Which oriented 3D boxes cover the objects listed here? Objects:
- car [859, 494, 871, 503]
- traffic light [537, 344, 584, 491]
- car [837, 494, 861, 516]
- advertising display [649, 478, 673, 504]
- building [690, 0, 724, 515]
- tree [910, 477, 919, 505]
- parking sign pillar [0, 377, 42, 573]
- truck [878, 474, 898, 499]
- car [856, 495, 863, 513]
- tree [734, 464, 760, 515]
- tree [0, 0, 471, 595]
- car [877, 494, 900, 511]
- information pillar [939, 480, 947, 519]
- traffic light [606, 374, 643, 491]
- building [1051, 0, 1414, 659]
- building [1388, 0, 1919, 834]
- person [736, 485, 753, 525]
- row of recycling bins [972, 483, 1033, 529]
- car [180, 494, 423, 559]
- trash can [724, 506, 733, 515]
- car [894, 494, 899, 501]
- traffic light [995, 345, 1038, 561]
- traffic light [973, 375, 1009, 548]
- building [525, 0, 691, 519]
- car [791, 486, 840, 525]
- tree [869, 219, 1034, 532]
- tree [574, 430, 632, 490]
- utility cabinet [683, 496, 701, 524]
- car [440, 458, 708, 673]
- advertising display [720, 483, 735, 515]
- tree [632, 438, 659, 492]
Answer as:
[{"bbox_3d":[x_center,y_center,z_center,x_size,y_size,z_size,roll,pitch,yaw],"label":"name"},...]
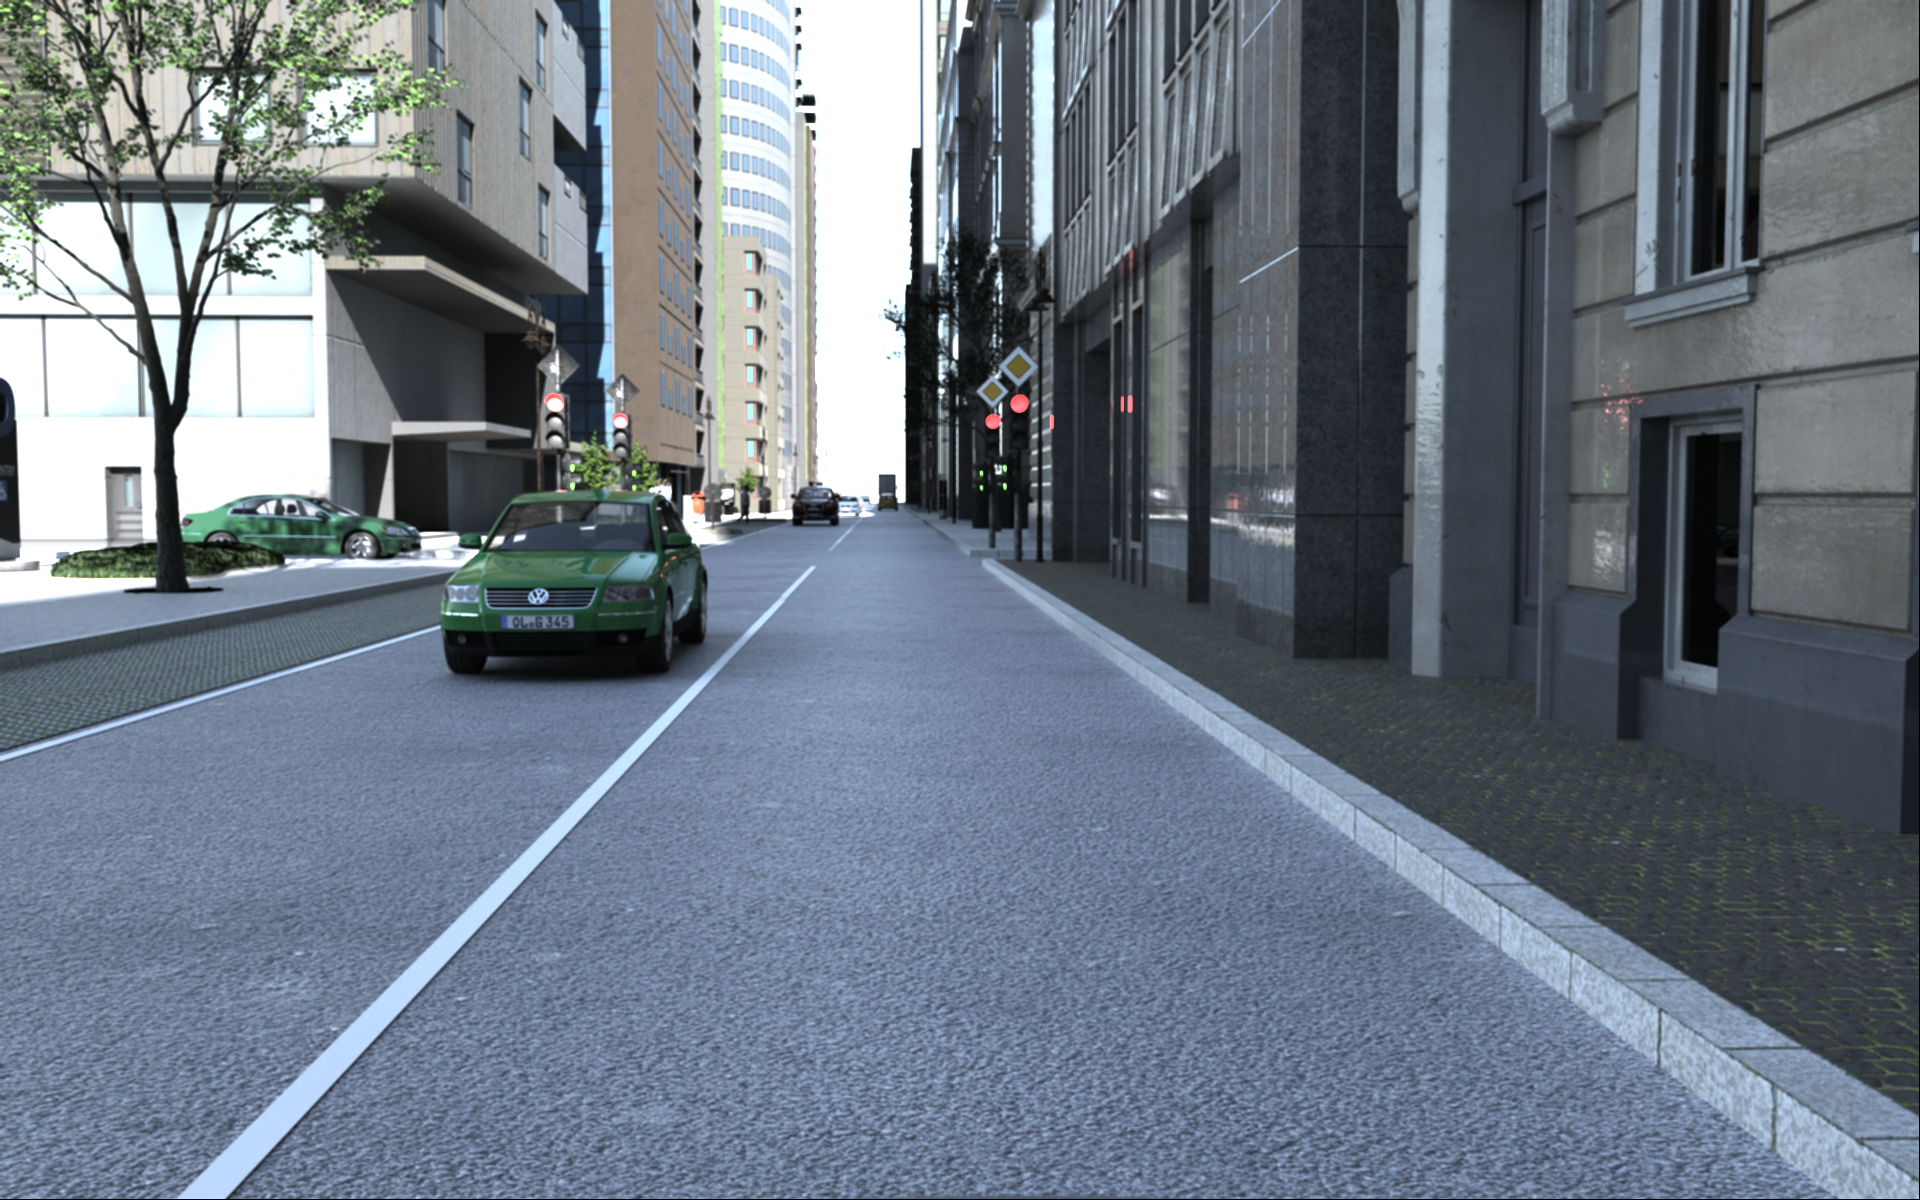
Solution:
[{"bbox_3d":[-14.918,-15.827,271.138,2.083,1.381,4.827,0,4,-3],"label":"car"},{"bbox_3d":[-7.514,-2.667,32.522,0.839,4.253,0.868,0,4,-2],"label":"traffic light"},{"bbox_3d":[-7.497,-6.251,114.211,2.014,1.417,4.499,0,4,-2],"label":"car"},{"bbox_3d":[-11.730,-3.835,67.923,0.974,1.923,0.123,1,4,13],"label":"advertising display"},{"bbox_3d":[-21.780,-25.661,103.146,14.154,41.232,14.086,0,4,-2],"label":"building"},{"bbox_3d":[-5.025,-12.576,200.214,1.663,3.219,1.824,0,3,0],"label":"tree"},{"bbox_3d":[-16.066,-2.456,28.634,1.447,3.967,1.447,0,4,-7],"label":"parking sign pillar"},{"bbox_3d":[-10.210,-15.600,243.972,2.839,4.237,11.283,0,4,-1],"label":"truck"},{"bbox_3d":[-8.333,-7.216,130.343,2.083,1.381,4.827,0,4,-1],"label":"car"},{"bbox_3d":[-13.377,-7.003,109.107,1.663,3.219,1.824,0,3,0],"label":"tree"},{"bbox_3d":[-10.348,-5.916,22.480,9.928,11.665,9.643,0,3,0],"label":"tree"},{"bbox_3d":[-6.273,-8.611,151.009,2.015,1.641,3.980,0,4,-1],"label":"car"},{"bbox_3d":[-0.883,-5.236,90.100,0.304,2.012,0.304,3,5,41],"label":"information pillar"},{"bbox_3d":[-7.860,-3.155,40.500,0.839,4.253,0.868,0,4,-2],"label":"traffic light"},{"bbox_3d":[8.170,-12.532,22.913,12.078,24.808,19.932,0,4,-2],"label":"building"},{"bbox_3d":[9.886,-13.269,2.861,13.634,28.700,20.117,0,4,-2],"label":"building"},{"bbox_3d":[-10.093,-4.442,80.977,0.795,1.843,0.661,0,4,1],"label":"person"},{"bbox_3d":[2.186,-3.510,64.497,3.534,1.692,1.069,1,4,10],"label":"row of recycling bins"},{"bbox_3d":[-13.883,-1.515,36.563,4.920,1.459,2.131,0,4,-4],"label":"car"},{"bbox_3d":[-14.349,-5.866,107.569,0.748,1.137,0.748,0,3,0],"label":"trash can"},{"bbox_3d":[-8.715,-12.523,216.553,2.131,1.459,4.920,0,4,-1],"label":"car"},{"bbox_3d":[1.088,-2.690,32.909,0.839,4.253,0.868,0,4,-2],"label":"traffic light"},{"bbox_3d":[0.743,-3.178,40.887,0.839,4.253,0.868,0,4,-2],"label":"traffic light"},{"bbox_3d":[-20.315,-26.352,80.963,14.600,45.320,14.200,0,4,-2],"label":"building"},{"bbox_3d":[-6.713,-4.412,80.807,2.281,1.827,5.304,0,4,-2],"label":"car"},{"bbox_3d":[0.966,-7.636,59.253,7.601,10.594,8.767,1,4,22],"label":"tree"},{"bbox_3d":[-10.912,-3.530,52.318,1.663,3.219,1.824,0,3,0],"label":"tree"},{"bbox_3d":[-11.692,-3.952,75.775,0.306,1.237,1.020,2,4,25],"label":"utility cabinet"},{"bbox_3d":[-3.282,-0.397,15.280,1.959,1.807,4.718,0,4,-3],"label":"car"},{"bbox_3d":[-13.955,-6.037,103.916,0.974,1.923,0.123,2,4,28],"label":"advertising display"},{"bbox_3d":[-11.101,-3.938,58.987,1.663,3.219,1.824,0,3,0],"label":"tree"}]
